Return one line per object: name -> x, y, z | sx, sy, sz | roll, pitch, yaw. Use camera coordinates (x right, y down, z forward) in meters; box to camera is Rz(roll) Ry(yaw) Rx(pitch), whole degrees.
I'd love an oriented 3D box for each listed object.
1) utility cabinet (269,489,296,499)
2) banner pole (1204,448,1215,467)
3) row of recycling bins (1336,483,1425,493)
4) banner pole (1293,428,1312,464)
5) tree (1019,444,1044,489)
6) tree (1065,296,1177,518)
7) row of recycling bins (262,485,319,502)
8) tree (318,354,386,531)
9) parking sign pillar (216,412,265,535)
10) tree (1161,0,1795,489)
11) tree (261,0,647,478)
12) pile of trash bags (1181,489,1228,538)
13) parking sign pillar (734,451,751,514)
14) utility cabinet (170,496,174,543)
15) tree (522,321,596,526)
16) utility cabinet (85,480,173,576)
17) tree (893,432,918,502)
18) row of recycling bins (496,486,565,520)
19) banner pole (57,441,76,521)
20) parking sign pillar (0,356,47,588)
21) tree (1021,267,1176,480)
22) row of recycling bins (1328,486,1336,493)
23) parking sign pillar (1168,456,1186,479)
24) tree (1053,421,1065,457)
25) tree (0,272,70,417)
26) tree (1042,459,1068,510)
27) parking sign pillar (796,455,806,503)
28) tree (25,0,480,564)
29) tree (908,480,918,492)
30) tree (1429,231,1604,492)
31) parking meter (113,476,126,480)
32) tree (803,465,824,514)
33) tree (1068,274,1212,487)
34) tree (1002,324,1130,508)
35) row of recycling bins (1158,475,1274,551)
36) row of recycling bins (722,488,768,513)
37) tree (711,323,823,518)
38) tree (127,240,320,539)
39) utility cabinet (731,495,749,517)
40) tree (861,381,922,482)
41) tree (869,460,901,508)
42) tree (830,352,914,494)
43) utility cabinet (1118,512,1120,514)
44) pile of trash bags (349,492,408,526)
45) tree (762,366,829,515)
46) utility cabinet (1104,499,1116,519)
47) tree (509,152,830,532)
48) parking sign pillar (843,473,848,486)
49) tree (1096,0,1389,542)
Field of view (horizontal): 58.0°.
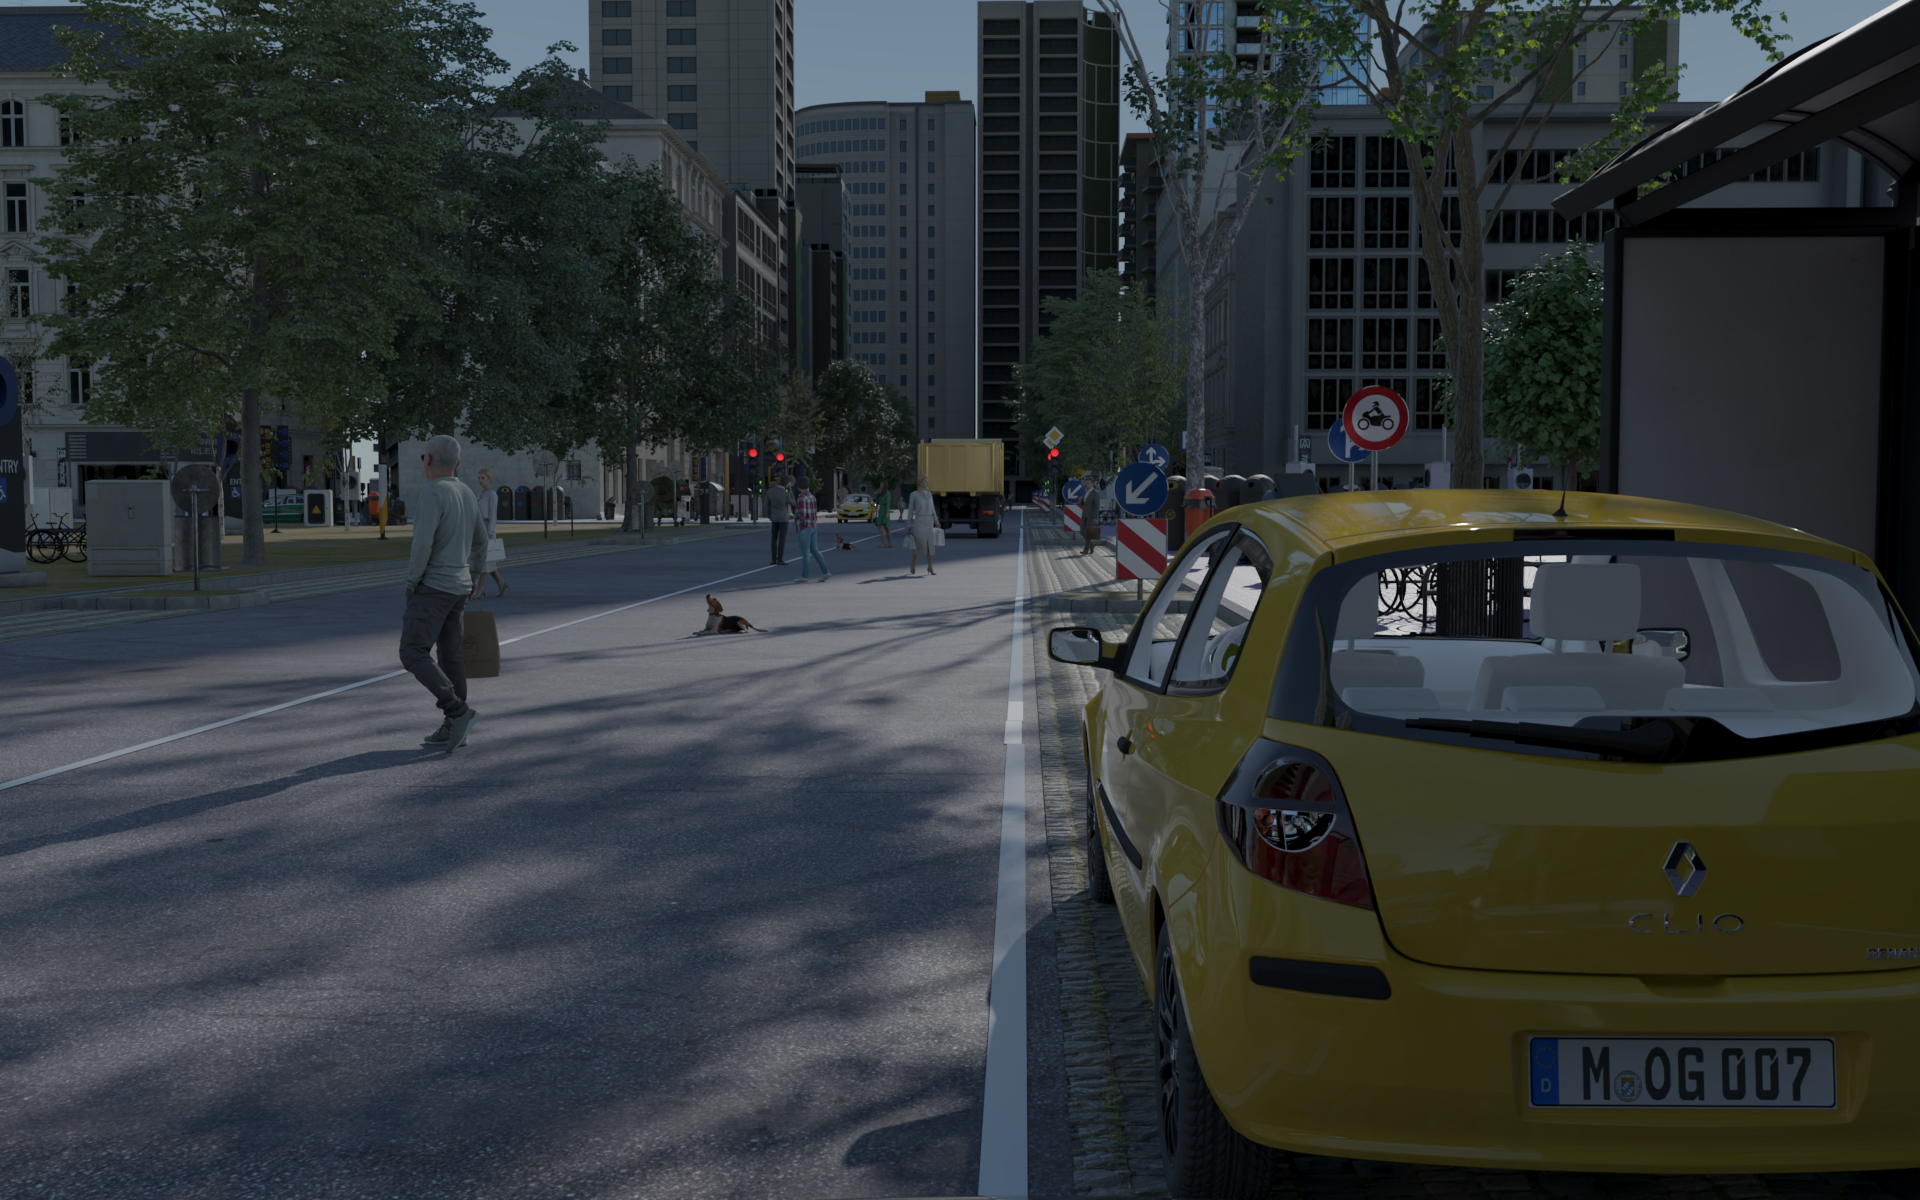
utility cabinet -> -31.605, -4.414, 80.846 | 1.173, 1.500, 0.318 | 0, 4, 7
banner pole -> 13.477, -6.327, 93.469 | 0.863, 3.779, 0.401 | 1, 4, 20
row of recycling bins -> 16.292, -3.595, 65.890 | 3.534, 1.692, 1.069 | 3, 4, 37
banner pole -> 12.743, -4.577, 64.844 | 0.863, 3.779, 0.401 | 1, 4, 10
tree -> 12.521, -18.943, 226.729 | 9.611, 12.733, 9.660 | 0, 3, 0
tree -> 6.170, -7.030, 65.301 | 4.360, 8.622, 3.978 | 0, 3, 0
row of recycling bins -> -32.644, -4.667, 83.421 | 3.534, 1.692, 1.069 | -3, 5, -41
tree -> -21.513, -6.707, 60.024 | 4.737, 8.622, 4.395 | 0, 3, 0
parking sign pillar -> -22.660, -4.034, 54.427 | 1.447, 3.967, 1.447 | 1, 4, 12
tree -> 4.260, -5.448, 14.828 | 9.928, 11.665, 9.643 | 0, 3, 0
tree -> -12.507, -8.274, 41.941 | 9.857, 13.997, 8.962 | 0, 3, 0
pile of trash bags -> 5.281, -1.322, 31.360 | 3.447, 1.369, 1.912 | -3, 5, -41
parking sign pillar -> -13.913, -7.439, 110.106 | 1.447, 3.967, 1.447 | -2, 4, -30
utility cabinet -> -20.823, -2.092, 45.364 | 0.306, 1.237, 1.020 | -2, 4, -33
tree -> -16.230, -7.267, 69.170 | 4.360, 8.622, 3.978 | 0, 3, 0
utility cabinet -> -12.934, -1.117, 26.948 | 1.173, 1.500, 0.318 | 0, 4, -3
tree -> -6.353, -14.585, 188.828 | 4.360, 8.622, 3.978 | 0, 3, 0
row of recycling bins -> -21.043, -4.755, 84.861 | 3.534, 1.692, 1.069 | 1, 4, 11
banner pole -> -42.413, -5.634, 82.138 | 0.401, 3.779, 0.863 | 2, 4, 31
parking sign pillar -> -13.513, -2.171, 23.961 | 1.447, 3.967, 1.447 | 0, 4, -1
tree -> 6.901, -10.301, 86.547 | 7.486, 12.596, 7.792 | 0, 3, 0
row of recycling bins -> 18.641, -4.737, 84.561 | 1.069, 1.692, 3.534 | 1, 4, 20
parking sign pillar -> 13.424, -7.199, 106.174 | 1.447, 3.967, 1.447 | -2, 4, -26
tree -> 8.111, -9.728, 109.420 | 4.360, 8.622, 3.978 | 0, 3, 0
tree -> -31.240, -6.440, 55.649 | 4.360, 8.622, 3.978 | 0, 3, 0
tree -> 9.047, -9.814, 144.166 | 4.285, 4.588, 4.351 | 0, 3, 0
parking sign pillar -> -10.657, -7.896, 117.564 | 1.447, 3.967, 1.447 | 1, 4, 20
tree -> -12.598, -6.941, 31.610 | 7.486, 12.596, 7.792 | 0, 3, 0
tree -> -5.850, -14.389, 229.858 | 1.663, 3.219, 1.824 | 0, 3, 0
tree -> 7.747, -2.321, 21.661 | 4.285, 4.588, 4.351 | 0, 3, 0
parking meter -> -27.886, -3.167, 57.499 | 0.399, 1.863, 0.255 | 1, 4, 18
tree -> -9.820, -7.319, 114.271 | 1.663, 3.219, 1.824 | 0, 3, 0
tree -> 6.027, -6.562, 57.653 | 4.737, 8.622, 4.395 | 0, 3, 0
tree -> 8.144, -13.244, 123.189 | 9.857, 13.997, 8.962 | 0, 3, 0
row of recycling bins -> 5.707, -1.916, 38.439 | 1.069, 1.692, 3.534 | -2, 4, -34
row of recycling bins -> -14.835, -6.716, 116.926 | 3.534, 1.692, 1.069 | -2, 4, -35
tree -> -10.790, -9.671, 92.534 | 7.601, 10.594, 8.767 | 0, 4, -1
tree -> -20.837, -6.019, 48.768 | 4.737, 8.622, 4.395 | 0, 3, 0
utility cabinet -> -12.166, -5.171, 95.714 | 1.020, 1.237, 0.306 | 2, 4, 30
tree -> -7.209, -15.685, 174.571 | 7.486, 12.596, 7.792 | 0, 3, 0
tree -> -7.163, -11.024, 163.957 | 4.285, 4.588, 4.351 | 0, 3, 0
tree -> -8.915, -13.664, 140.417 | 9.611, 12.733, 9.660 | 0, 3, 0
utility cabinet -> 11.363, -6.705, 120.786 | 1.020, 1.237, 0.306 | 0, 4, 1
pile of trash bags -> -23.503, -3.702, 70.286 | 1.912, 1.369, 3.447 | -1, 4, -9
tree -> -9.813, -9.188, 100.585 | 4.360, 8.622, 3.978 | 0, 3, 0
utility cabinet -> 7.242, -4.761, 86.520 | 1.173, 1.500, 0.318 | -3, 5, -40
tree -> -11.114, -8.664, 58.668 | 9.611, 12.733, 9.660 | 0, 3, 0
parking sign pillar -> -9.709, -9.846, 149.460 | 1.447, 3.967, 1.447 | 1, 4, 11
tree -> 6.227, -10.950, 34.929 | 12.611, 20.169, 13.585 | 0, 3, 0
